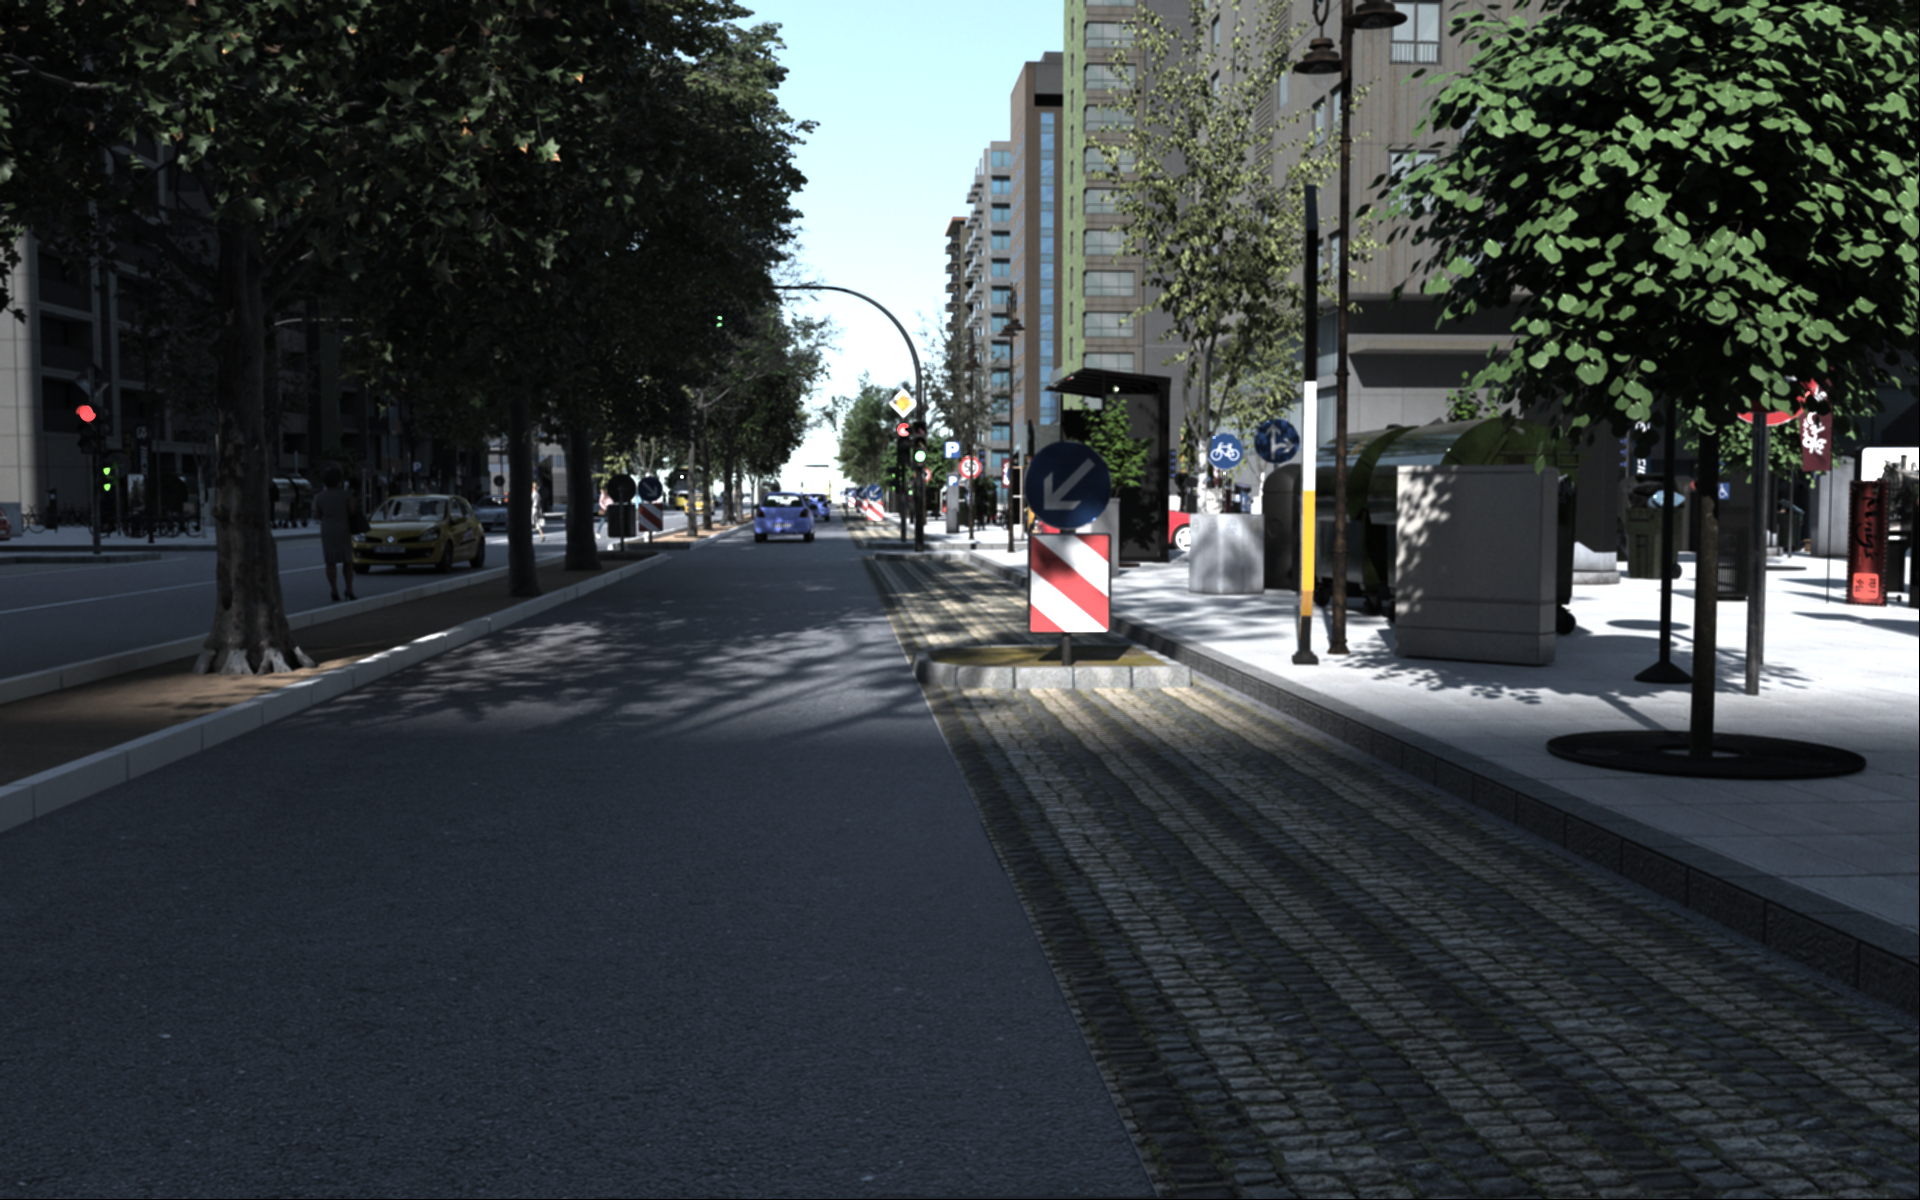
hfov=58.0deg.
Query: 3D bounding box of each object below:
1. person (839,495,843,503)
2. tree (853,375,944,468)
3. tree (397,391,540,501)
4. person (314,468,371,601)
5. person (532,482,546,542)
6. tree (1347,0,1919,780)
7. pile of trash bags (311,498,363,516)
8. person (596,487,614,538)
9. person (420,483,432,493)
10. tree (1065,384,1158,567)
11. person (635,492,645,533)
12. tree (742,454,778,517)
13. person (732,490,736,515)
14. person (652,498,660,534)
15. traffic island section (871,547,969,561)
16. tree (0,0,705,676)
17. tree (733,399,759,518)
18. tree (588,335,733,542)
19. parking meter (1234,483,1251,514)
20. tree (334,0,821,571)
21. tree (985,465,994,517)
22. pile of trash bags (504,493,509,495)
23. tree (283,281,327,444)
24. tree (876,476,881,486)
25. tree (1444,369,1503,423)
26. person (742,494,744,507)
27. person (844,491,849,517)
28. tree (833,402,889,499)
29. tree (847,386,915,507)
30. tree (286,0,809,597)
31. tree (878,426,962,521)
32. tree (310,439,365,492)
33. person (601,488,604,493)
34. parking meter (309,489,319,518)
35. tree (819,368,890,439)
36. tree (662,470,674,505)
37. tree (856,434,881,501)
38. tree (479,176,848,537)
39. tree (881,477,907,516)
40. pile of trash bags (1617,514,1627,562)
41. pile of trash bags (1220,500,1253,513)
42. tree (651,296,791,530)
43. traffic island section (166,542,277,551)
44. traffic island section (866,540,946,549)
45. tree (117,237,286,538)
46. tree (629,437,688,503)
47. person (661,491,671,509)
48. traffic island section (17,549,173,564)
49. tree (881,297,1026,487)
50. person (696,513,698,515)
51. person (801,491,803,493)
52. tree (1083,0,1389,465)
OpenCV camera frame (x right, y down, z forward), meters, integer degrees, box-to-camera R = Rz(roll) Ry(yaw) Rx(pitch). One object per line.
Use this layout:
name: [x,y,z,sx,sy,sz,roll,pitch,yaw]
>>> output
person: [-18.217,-15.952,269.274,1.348,1.831,0.705,2,4,34]
tree: [-4.903,-12.272,135.054,7.601,10.594,8.767,1,4,15]
tree: [-24.153,-9.230,85.324,7.601,10.594,8.767,0,4,-6]
person: [-8.293,-0.886,23.342,0.716,1.782,0.532,0,4,-5]
person: [-12.603,-2.594,51.262,0.624,1.780,0.694,2,4,28]
tree: [3.564,-1.509,8.394,4.285,4.588,4.351,0,3,0]
pile of trash bags: [-33.910,-5.165,94.200,1.912,1.369,3.447,2,4,29]
person: [-11.578,-2.899,56.493,0.643,1.750,0.593,3,5,45]
person: [-18.741,-3.199,60.828,0.581,1.822,0.654,-1,4,-15]
tree: [2.776,-2.201,30.592,1.663,3.219,1.824,0,3,0]
person: [-11.840,-3.383,63.676,0.748,1.841,0.638,0,4,-3]
tree: [-12.829,-9.423,106.887,4.360,8.622,3.978,0,3,0]
person: [-15.146,-6.658,117.544,0.709,1.800,0.728,-1,4,-23]
person: [-10.981,-3.250,62.308,0.731,1.740,0.598,2,4,27]
traffic island section: [-0.886,-0.977,38.261,2.009,0.180,2.903,0,4,-4]
tree: [-5.767,-5.756,13.583,9.611,12.733,9.660,0,3,0]
tree: [-11.625,-8.188,86.695,4.737,8.622,4.395,0,3,0]
tree: [-8.811,-5.848,48.438,4.737,8.622,4.395,0,3,0]
parking meter: [6.417,-1.891,39.324,0.372,1.533,0.369,0,3,0]
tree: [-7.061,-7.514,31.973,9.857,13.997,8.962,0,3,0]
tree: [1.183,-6.286,97.377,1.663,3.219,1.824,0,3,0]
pile of trash bags: [-30.947,-6.362,113.775,3.447,1.369,1.912,-3,5,-45]
tree: [-22.586,-6.446,55.752,4.360,8.622,3.978,0,3,0]
tree: [-6.757,-9.884,156.199,1.663,3.219,1.824,0,3,0]
tree: [7.874,-1.991,27.149,1.663,3.219,1.824,0,3,0]
person: [-24.175,-11.198,191.678,0.705,1.812,1.348,1,4,11]
person: [-7.024,-5.923,107.146,0.330,1.601,0.589,0,4,5]
tree: [-12.277,-18.086,213.840,7.486,12.596,7.792,0,3,0]
tree: [-7.291,-14.706,166.200,9.928,11.665,9.643,0,3,0]
tree: [-5.945,-6.283,23.320,7.486,12.596,7.792,0,3,0]
tree: [-1.167,-6.090,83.291,4.285,4.588,4.351,0,3,0]
tree: [-36.666,-7.271,102.590,4.285,4.588,4.351,0,3,0]
person: [-23.024,-6.245,110.872,0.573,1.790,0.520,-2,4,-28]
parking meter: [-32.452,-4.820,87.222,0.372,1.533,0.369,0,3,0]
tree: [-15.428,-24.942,263.687,12.611,20.169,13.585,0,3,0]
tree: [-33.905,-13.695,207.624,4.285,4.588,4.351,0,3,0]
tree: [-8.432,-13.836,176.574,4.360,8.622,3.978,0,3,0]
tree: [-8.934,-8.833,57.245,12.009,13.543,11.850,0,3,0]
tree: [-3.354,-6.514,101.111,1.663,3.219,1.824,0,3,0]
pile of trash bags: [12.394,-1.505,34.366,1.912,1.369,3.447,2,4,25]
pile of trash bags: [11.089,-3.377,64.961,1.912,1.369,3.447,3,5,39]
tree: [-10.213,-8.609,68.964,9.928,11.665,9.643,0,3,0]
traffic island section: [-19.026,-1.384,44.916,2.009,0.180,2.903,0,4,-4]
traffic island section: [-1.484,-1.464,46.224,2.009,0.180,2.903,0,4,-4]
tree: [-21.828,-6.075,49.681,4.360,8.622,3.978,0,3,0]
tree: [-31.253,-15.012,179.864,8.767,10.594,7.601,-1,4,-14]
person: [-28.309,-9.588,165.979,1.217,1.735,0.721,-2,4,-24]
traffic island section: [-18.428,-0.897,36.953,2.009,0.180,2.903,0,4,-4]
tree: [0.017,-6.984,64.544,4.360,8.622,3.978,0,3,0]
person: [-18.220,-6.624,118.617,0.589,1.601,0.330,1,4,15]
person: [-14.751,-9.313,161.700,0.436,1.711,0.756,-3,5,-40]
tree: [3.638,-4.527,24.386,4.737,8.622,4.395,0,3,0]
